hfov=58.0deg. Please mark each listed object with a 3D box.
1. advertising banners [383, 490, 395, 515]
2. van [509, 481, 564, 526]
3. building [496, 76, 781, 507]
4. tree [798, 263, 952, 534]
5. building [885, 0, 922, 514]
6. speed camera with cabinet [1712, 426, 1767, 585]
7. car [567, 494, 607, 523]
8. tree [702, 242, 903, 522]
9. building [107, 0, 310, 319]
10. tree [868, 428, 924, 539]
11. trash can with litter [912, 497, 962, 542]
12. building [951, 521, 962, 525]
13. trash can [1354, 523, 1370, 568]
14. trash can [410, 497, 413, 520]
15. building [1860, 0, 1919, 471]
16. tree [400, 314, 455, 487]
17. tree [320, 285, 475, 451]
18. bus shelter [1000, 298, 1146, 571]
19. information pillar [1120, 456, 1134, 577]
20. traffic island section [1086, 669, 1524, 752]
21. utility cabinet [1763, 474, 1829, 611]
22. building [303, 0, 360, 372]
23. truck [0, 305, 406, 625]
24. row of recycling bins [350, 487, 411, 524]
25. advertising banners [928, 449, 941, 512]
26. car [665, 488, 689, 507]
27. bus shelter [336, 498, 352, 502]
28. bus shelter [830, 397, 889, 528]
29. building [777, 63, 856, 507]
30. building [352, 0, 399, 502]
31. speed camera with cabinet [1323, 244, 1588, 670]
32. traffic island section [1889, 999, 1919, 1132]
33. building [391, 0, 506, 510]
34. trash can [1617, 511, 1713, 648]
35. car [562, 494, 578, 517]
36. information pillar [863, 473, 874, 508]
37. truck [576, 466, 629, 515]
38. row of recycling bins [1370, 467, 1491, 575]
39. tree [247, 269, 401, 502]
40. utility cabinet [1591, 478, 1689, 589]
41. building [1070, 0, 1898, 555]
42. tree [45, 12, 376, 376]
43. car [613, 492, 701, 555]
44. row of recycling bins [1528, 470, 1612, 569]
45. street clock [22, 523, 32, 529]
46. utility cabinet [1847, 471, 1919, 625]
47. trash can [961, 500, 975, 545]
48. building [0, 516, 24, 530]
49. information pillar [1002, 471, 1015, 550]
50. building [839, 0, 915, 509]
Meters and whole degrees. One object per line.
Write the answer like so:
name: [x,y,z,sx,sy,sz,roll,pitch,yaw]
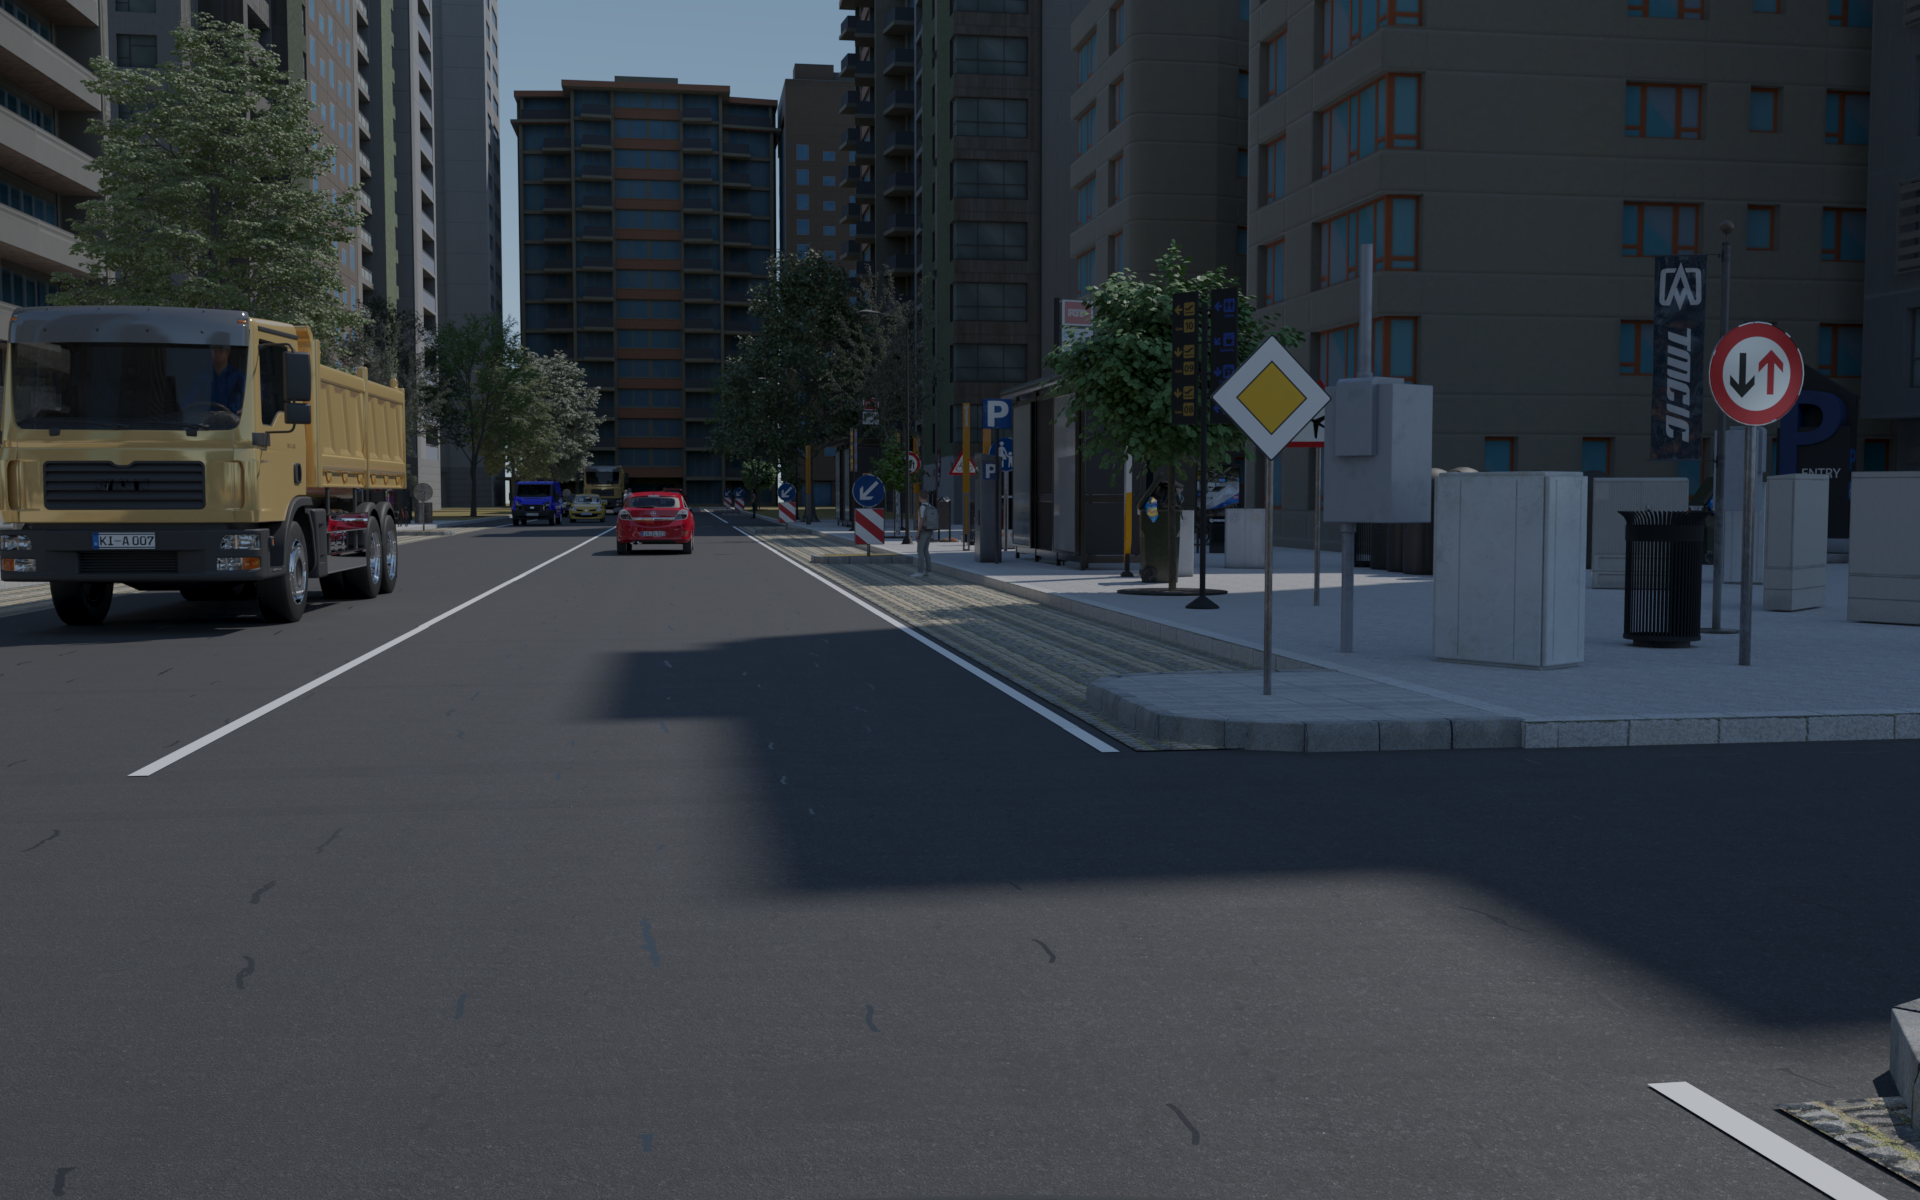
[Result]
advertising banners: [-21.343,-4.204,64.927,0.090,3.025,2.074,0,4,-5]
van: [-19.547,-4.633,80.135,2.240,2.365,5.245,-1,4,-8]
building: [-33.858,-32.421,184.707,28.867,44.769,22.147,-1,4,-9]
tree: [-2.103,-6.376,54.618,4.360,8.622,3.978,0,3,0]
building: [6.266,-41.401,115.165,20.563,71.187,20.611,-1,4,-9]
speed camera with cabinet: [11.055,-1.838,24.389,0.660,3.252,2.038,2,4,32]
car: [-18.918,-4.755,87.965,2.015,1.641,3.980,-1,4,-10]
tree: [-7.015,-9.921,79.221,9.611,12.733,9.660,0,3,0]
building: [-41.452,-19.297,87.204,14.160,30.474,14.107,-1,4,-9]
tree: [-1.787,-3.411,50.365,1.663,3.219,1.824,0,3,0]
trash can with litter: [-0.561,-2.179,46.677,1.678,1.210,2.233,-3,4,-36]
building: [5.578,-18.810,79.242,14.160,30.474,14.107,-1,4,-9]
trash can: [7.131,-1.148,30.420,0.748,1.137,0.748,0,3,0]
trash can: [-25.821,-4.218,80.619,0.748,1.137,0.748,0,3,0]
building: [26.916,-21.183,29.935,14.086,41.232,14.154,-1,4,-9]
tree: [-22.910,-7.317,69.988,4.360,8.622,3.978,0,3,0]
tree: [-25.378,-8.776,77.892,7.601,10.594,8.767,0,4,1]
bus shelter: [2.122,-3.398,33.181,2.179,5.291,8.768,-1,4,-9]
information pillar: [2.594,-2.164,26.730,0.183,3.616,0.504,0,4,2]
traffic island section: [1.982,0.685,11.080,2.009,0.180,2.903,-1,4,-9]
utility cabinet: [9.276,-0.645,19.229,0.318,1.500,1.173,3,5,43]
building: [-43.827,-27.586,101.135,14.600,45.320,14.200,-1,4,-9]
truck: [-8.917,-1.547,21.221,3.469,3.379,9.791,-1,4,-8]
row of recycling bins: [-25.438,-4.109,74.297,3.534,1.692,1.069,-1,4,-23]
advertising banners: [-0.996,-4.370,67.633,0.090,3.025,2.074,-1,4,-14]
car: [-19.086,-6.479,114.609,2.281,1.827,5.304,-1,4,-11]
bus shelter: [-23.271,-4.400,63.222,1.731,3.624,6.357,-1,4,-9]
bus shelter: [-3.983,-5.600,69.189,2.179,5.291,8.768,-1,4,-9]
building: [-11.802,-32.693,184.635,14.200,45.320,14.600,-1,4,-9]
building: [-45.830,-26.400,115.236,14.154,41.232,14.086,-1,4,-9]
speed camera with cabinet: [3.802,-1.166,13.406,0.660,3.252,2.038,-3,5,-39]
traffic island section: [3.261,1.167,3.197,2.009,0.180,2.903,-1,4,-9]
building: [-62.101,-38.949,178.823,28.212,58.520,21.231,-1,4,-9]
trash can: [5.923,-0.180,14.590,0.748,1.137,0.748,0,3,0]
car: [-24.078,-6.031,108.397,2.009,1.686,4.222,0,4,-7]
information pillar: [-3.251,-3.482,61.416,0.304,2.012,0.304,1,4,14]
truck: [-24.758,-7.622,120.545,3.469,3.379,9.791,-1,4,-10]
row of recycling bins: [7.557,-1.283,28.084,1.069,1.692,3.534,0,4,-7]
tree: [-20.675,-6.373,54.555,4.360,8.622,3.978,0,3,0]
utility cabinet: [9.126,-0.892,23.267,1.173,1.500,0.318,1,4,17]
building: [20.034,-12.659,52.020,27.650,21.520,28.899,-1,4,-9]
tree: [-17.584,-7.538,41.381,7.486,12.596,7.792,0,3,0]
car: [-7.474,-2.055,42.637,2.155,1.783,4.494,0,4,-8]
row of recycling bins: [9.655,-1.421,30.339,3.534,1.692,1.069,2,4,25]
street clock: [-15.807,-1.518,29.391,0.471,2.002,0.358,0,4,-1]
utility cabinet: [9.338,-0.502,16.894,0.318,1.500,1.173,-2,4,-35]
trash can: [0.388,-1.952,43.576,0.748,1.137,0.748,0,3,0]
building: [-39.781,-26.103,50.481,21.300,48.544,21.600,-1,4,-9]
information pillar: [1.099,-2.181,40.156,0.304,2.012,0.304,-3,5,-42]
building: [1.816,-29.707,140.329,22.147,44.769,28.867,-1,4,-9]
